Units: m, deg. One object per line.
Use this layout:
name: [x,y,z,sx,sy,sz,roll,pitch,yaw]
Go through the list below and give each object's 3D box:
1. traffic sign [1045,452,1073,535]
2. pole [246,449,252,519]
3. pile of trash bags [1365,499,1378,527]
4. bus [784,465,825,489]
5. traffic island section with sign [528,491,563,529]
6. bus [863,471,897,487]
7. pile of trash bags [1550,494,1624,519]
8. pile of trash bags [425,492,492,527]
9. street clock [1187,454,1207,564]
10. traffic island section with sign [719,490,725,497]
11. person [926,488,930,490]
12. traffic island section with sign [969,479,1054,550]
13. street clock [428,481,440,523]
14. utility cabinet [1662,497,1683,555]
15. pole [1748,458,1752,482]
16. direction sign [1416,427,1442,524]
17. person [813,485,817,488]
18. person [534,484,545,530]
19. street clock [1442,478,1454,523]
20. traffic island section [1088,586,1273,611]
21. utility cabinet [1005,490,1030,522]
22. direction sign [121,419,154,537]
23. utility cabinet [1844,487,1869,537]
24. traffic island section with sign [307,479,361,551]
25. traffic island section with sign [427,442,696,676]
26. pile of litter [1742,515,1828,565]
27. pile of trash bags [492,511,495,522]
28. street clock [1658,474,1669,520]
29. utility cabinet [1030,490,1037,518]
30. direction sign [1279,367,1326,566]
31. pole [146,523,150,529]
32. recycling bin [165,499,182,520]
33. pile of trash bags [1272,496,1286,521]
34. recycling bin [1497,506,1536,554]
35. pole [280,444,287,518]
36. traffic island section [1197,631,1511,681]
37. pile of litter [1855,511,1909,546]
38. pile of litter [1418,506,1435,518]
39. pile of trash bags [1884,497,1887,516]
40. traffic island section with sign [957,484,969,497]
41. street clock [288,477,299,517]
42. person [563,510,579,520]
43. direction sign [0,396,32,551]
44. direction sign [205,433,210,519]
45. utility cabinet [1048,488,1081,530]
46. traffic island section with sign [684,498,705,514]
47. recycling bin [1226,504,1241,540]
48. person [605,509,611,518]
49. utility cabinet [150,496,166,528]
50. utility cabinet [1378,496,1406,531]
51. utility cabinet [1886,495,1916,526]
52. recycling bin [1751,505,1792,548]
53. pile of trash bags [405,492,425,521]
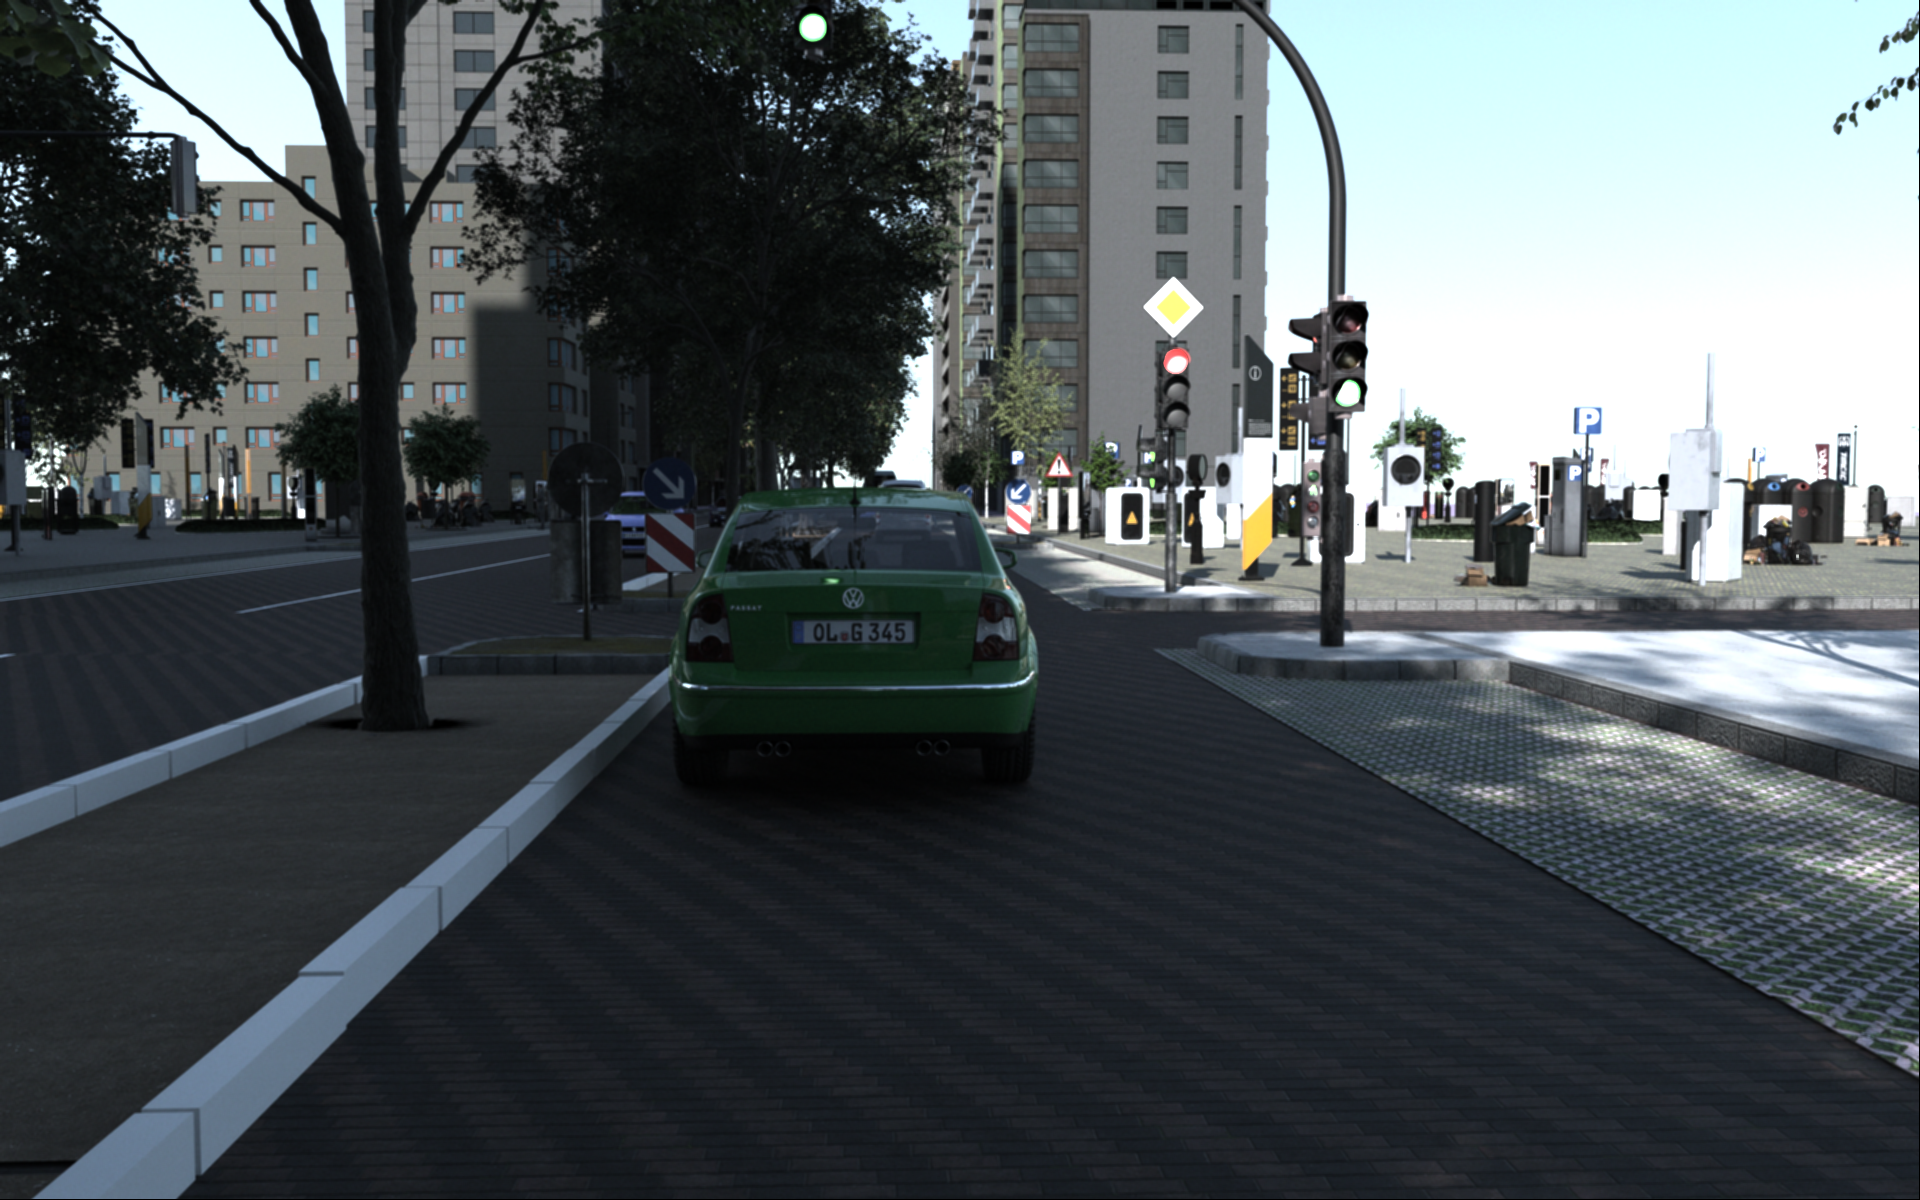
traffic sign: [3.070,-3.285,53.719,0.884,2.594,0.081,0,4,0]
pole: [-32.087,-5.155,78.125,0.158,3.312,0.155,0,3,0]
pile of trash bags: [15.855,-3.597,68.570,1.912,1.369,3.447,0,4,7]
bus: [-11.625,-8.495,130.447,2.896,3.916,12.252,0,4,-4]
traffic island section with sign: [-16.577,-3.825,71.173,1.989,1.847,2.006,0,4,-3]
bus: [-6.528,-8.982,141.720,2.948,3.499,13.247,0,4,-3]
pile of trash bags: [22.195,-3.202,62.102,1.912,1.369,3.447,-3,5,-40]
pile of trash bags: [-20.011,-3.637,69.215,1.912,1.369,3.447,-1,4,-8]
street clock: [4.338,-1.658,31.684,0.358,2.002,0.471,2,4,26]
traffic island section with sign: [-20.283,-8.559,148.569,1.989,1.847,2.006,0,4,-3]
person: [-1.378,-4.199,77.988,0.563,1.720,0.643,-3,5,-44]
traffic island section with sign: [1.362,-2.244,45.319,1.989,1.847,2.006,0,4,-3]
street clock: [-23.046,-4.365,75.936,0.471,2.002,0.358,0,4,5]
utility cabinet: [15.262,-1.583,37.045,0.306,1.237,1.020,2,4,29]
pole: [44.741,-6.381,98.166,0.158,3.312,0.155,0,3,0]
direction sign: [15.949,-4.098,58.993,0.876,3.537,0.379,0,4,-7]
person: [-6.557,-4.266,78.259,0.555,1.821,0.388,-1,4,-22]
person: [-16.717,-3.703,68.852,0.447,1.846,0.655,-1,4,-9]
street clock: [21.905,-4.476,77.745,0.358,2.002,0.471,-3,4,-37]
traffic island section: [2.776,-0.022,22.640,2.009,0.180,2.903,0,4,-3]
utility cabinet: [2.534,-4.282,78.695,0.318,1.500,1.173,-3,5,-39]
direction sign: [-24.787,-3.686,52.264,0.876,3.537,0.379,-2,4,-26]
utility cabinet: [26.123,-2.596,51.121,1.173,1.500,0.318,3,5,43]
traffic island section with sign: [-15.269,-2.159,43.927,1.989,1.847,2.006,0,4,-3]
traffic island section with sign: [-3.257,-0.395,14.596,2.006,1.907,1.989,0,4,-3]
pile of litter: [14.902,-1.086,31.721,1.719,0.858,1.176,2,4,31]
pile of trash bags: [-22.403,-4.262,79.441,1.912,1.369,3.447,-1,4,-18]
street clock: [25.043,-3.487,61.579,0.358,2.002,0.471,-1,4,-15]
utility cabinet: [3.528,-5.100,92.061,1.173,1.500,0.318,3,4,37]
direction sign: [6.126,-2.382,30.939,0.876,3.537,0.379,2,4,27]
pole: [-30.085,-4.288,63.959,0.158,3.312,0.155,0,3,0]
recycling bin: [-39.792,-4.578,87.409,0.722,1.027,0.722,0,4,3]
pile of trash bags: [11.338,-3.195,61.992,3.447,1.369,1.912,2,4,28]
recycling bin: [11.951,-1.508,37.216,0.722,1.027,0.722,1,4,10]
pole: [-27.621,-4.702,70.725,0.158,3.312,0.155,0,3,0]
traffic island section: [3.159,0.466,14.664,2.009,0.180,2.903,0,4,-3]
pile of litter: [23.059,-1.795,43.312,1.176,0.858,1.719,1,4,20]
pile of litter: [25.294,-4.903,94.134,1.176,0.858,1.719,1,4,14]
pile of trash bags: [43.849,-4.490,83.166,1.912,1.369,3.447,2,4,32]
traffic island section with sign: [0.054,-3.891,72.242,1.989,1.847,2.006,0,4,-3]
street clock: [-27.882,-4.153,72.473,0.471,2.002,0.358,3,4,39]
person: [-9.698,-2.123,43.401,0.537,1.800,0.526,-2,4,-27]
direction sign: [-21.465,-2.886,39.175,0.876,3.537,0.379,-3,5,-42]
direction sign: [-28.254,-4.471,65.100,0.379,3.537,0.876,-2,4,-32]
utility cabinet: [3.663,-3.177,60.624,1.173,1.500,0.318,2,4,31]
traffic island section with sign: [-18.996,-6.912,121.645,1.989,1.847,2.006,0,4,-3]
recycling bin: [7.844,-2.197,48.477,0.722,1.027,0.722,1,4,13]
person: [-16.485,-4.461,81.613,0.709,1.800,0.728,2,4,33]
utility cabinet: [-30.794,-3.357,66.045,0.306,1.237,1.020,2,4,24]
utility cabinet: [15.153,-3.021,60.555,1.020,1.237,0.306,1,4,23]
utility cabinet: [37.592,-3.548,69.173,0.306,1.237,1.020,-2,4,-35]
recycling bin: [18.982,-1.711,40.533,0.722,1.027,0.722,1,4,10]
pile of trash bags: [-26.536,-4.452,82.549,1.912,1.369,3.447,1,4,20]
